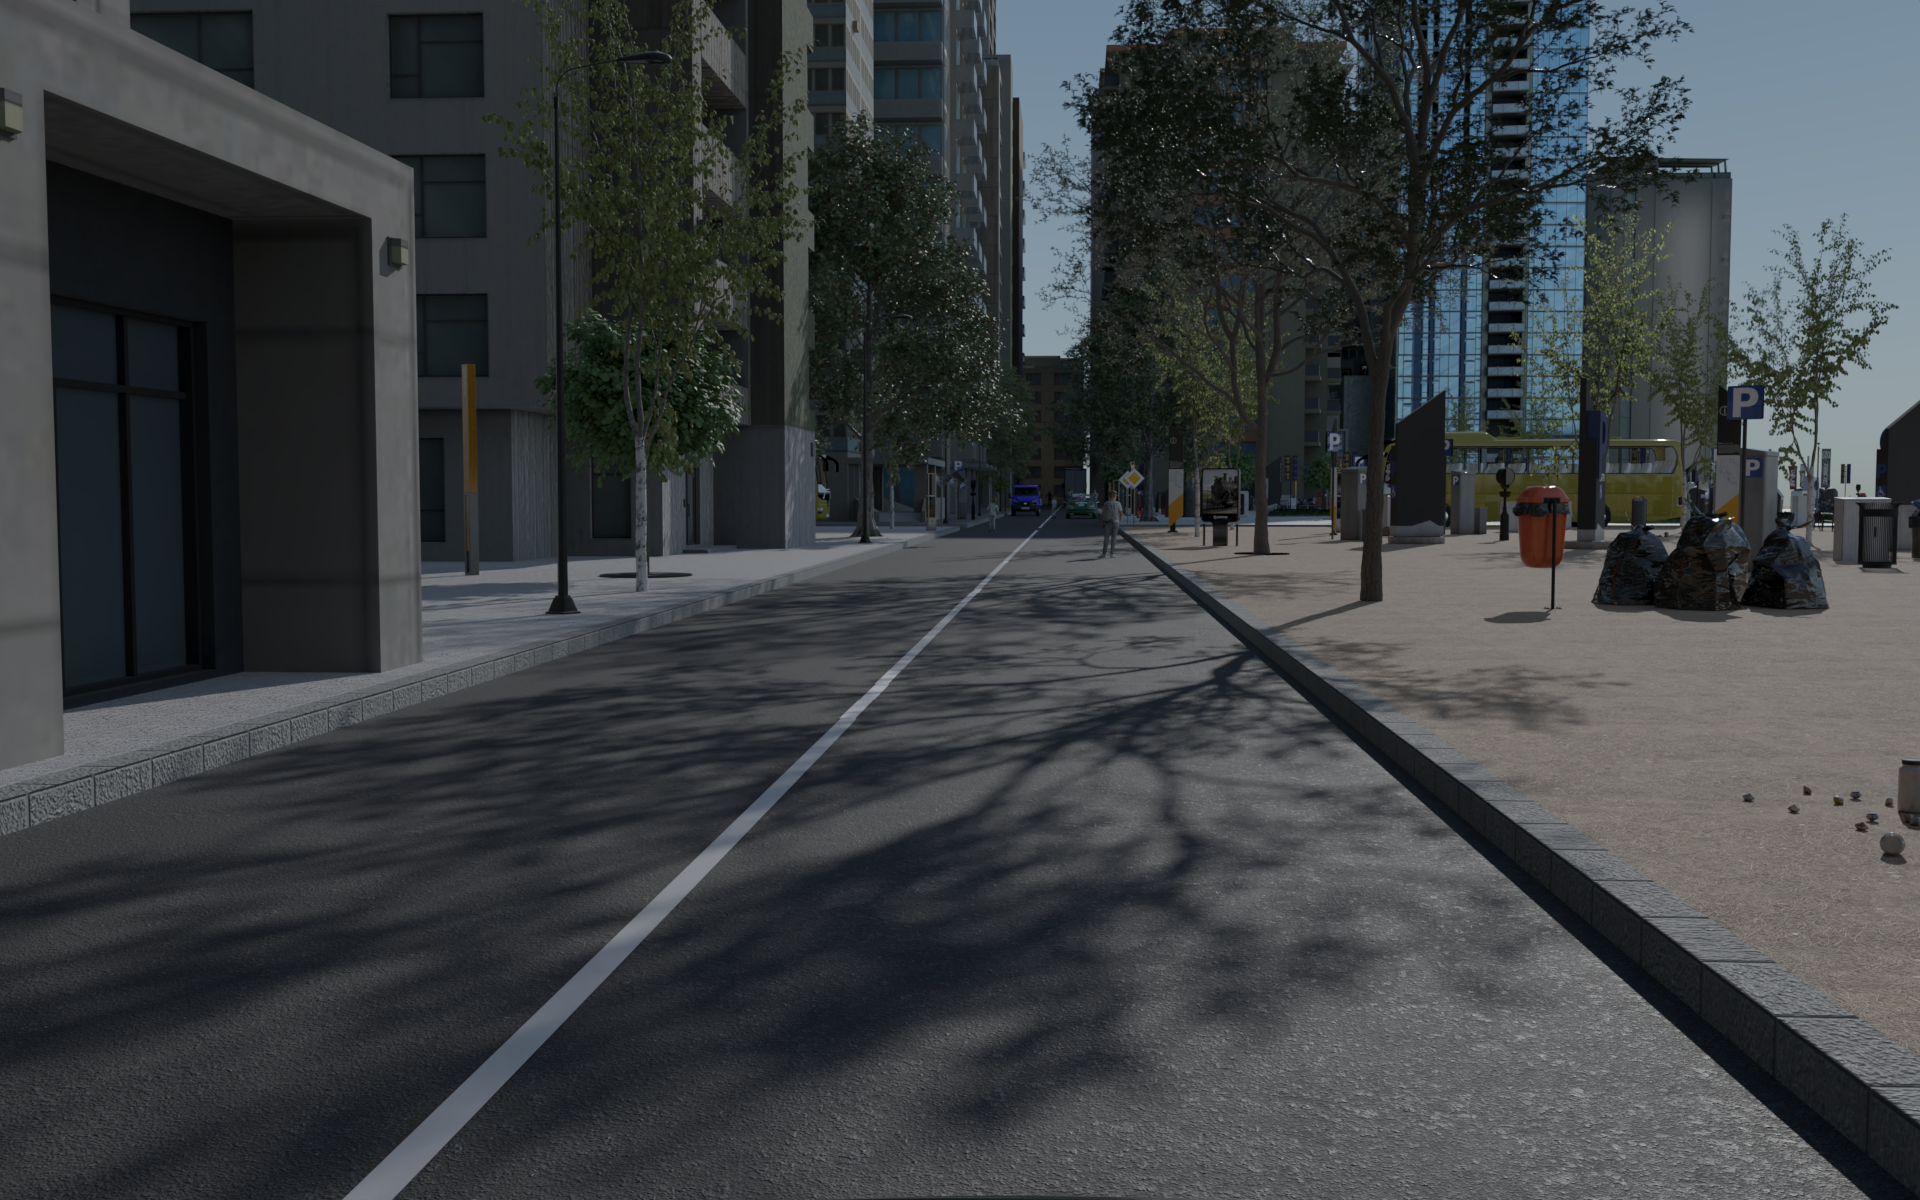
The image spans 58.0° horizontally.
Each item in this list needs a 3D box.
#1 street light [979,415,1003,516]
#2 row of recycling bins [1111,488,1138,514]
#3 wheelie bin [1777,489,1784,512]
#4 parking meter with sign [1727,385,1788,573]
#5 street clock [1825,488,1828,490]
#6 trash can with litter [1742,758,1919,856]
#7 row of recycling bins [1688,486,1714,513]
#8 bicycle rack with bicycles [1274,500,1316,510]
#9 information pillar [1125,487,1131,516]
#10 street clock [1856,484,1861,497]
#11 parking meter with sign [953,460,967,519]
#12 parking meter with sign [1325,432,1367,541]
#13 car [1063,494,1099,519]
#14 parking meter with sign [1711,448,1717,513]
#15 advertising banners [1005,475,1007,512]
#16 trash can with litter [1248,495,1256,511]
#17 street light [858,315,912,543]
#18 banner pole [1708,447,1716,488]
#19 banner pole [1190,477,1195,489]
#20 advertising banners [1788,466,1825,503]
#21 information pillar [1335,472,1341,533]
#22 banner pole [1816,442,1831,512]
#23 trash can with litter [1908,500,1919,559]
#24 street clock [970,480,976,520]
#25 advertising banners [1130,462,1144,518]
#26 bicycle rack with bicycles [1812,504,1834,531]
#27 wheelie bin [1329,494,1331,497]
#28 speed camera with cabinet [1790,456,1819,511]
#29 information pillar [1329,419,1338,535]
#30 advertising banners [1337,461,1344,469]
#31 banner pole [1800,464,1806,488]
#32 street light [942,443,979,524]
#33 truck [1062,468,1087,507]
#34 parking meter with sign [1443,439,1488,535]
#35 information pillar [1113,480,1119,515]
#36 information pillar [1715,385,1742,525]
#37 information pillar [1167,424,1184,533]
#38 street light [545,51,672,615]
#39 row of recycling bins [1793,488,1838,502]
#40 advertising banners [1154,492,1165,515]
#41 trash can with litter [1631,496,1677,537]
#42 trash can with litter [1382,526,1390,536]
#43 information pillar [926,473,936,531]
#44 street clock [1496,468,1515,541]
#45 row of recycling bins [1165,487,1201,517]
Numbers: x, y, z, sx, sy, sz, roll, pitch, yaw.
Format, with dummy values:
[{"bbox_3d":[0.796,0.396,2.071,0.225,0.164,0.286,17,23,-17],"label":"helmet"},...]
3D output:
[{"bbox_3d":[1.704,-7.878,101.349,1.470,5.913,1.316,0,4,4],"label":"street light"},{"bbox_3d":[10.790,-6.315,110.369,1.069,1.692,3.534,3,5,42],"label":"row of recycling bins"},{"bbox_3d":[47.396,-5.666,100.550,0.693,1.594,0.980,3,5,41],"label":"wheelie bin"},{"bbox_3d":[13.151,-1.969,28.454,0.543,3.016,1.738,3,5,42],"label":"parking meter with sign"},{"bbox_3d":[62.708,-7.384,125.300,0.358,2.002,0.471,1,4,14],"label":"street clock"},{"bbox_3d":[3.758,0.300,6.156,1.678,1.210,2.233,1,4,22],"label":"trash can with litter"},{"bbox_3d":[38.110,-4.950,88.041,1.069,1.692,3.534,0,4,-4],"label":"row of recycling bins"},{"bbox_3d":[19.828,-5.516,103.575,2.852,0.926,2.925,3,5,45],"label":"bicycle rack with bicycles"},{"bbox_3d":[9.818,-5.912,101.146,0.304,2.012,0.304,-1,4,-11],"label":"information pillar"},{"bbox_3d":[65.614,-7.460,126.546,0.358,2.002,0.471,1,4,12],"label":"street clock"},{"bbox_3d":[0.041,-5.662,88.827,0.543,3.016,1.738,-1,4,-10],"label":"parking meter with sign"},{"bbox_3d":[10.963,-3.176,48.185,0.543,3.016,1.738,-2,4,-31],"label":"parking meter with sign"},{"bbox_3d":[7.143,-5.516,101.982,2.131,1.459,4.920,0,4,4],"label":"car"},{"bbox_3d":[28.367,-4.186,64.706,0.543,3.016,1.738,1,4,21],"label":"parking meter with sign"},{"bbox_3d":[3.330,-7.965,126.409,0.090,3.025,2.074,0,3,0],"label":"advertising banners"},{"bbox_3d":[22.029,-7.329,130.880,1.678,1.210,2.233,0,4,-7],"label":"trash can with litter"},{"bbox_3d":[-1.940,-4.435,45.056,1.470,5.913,1.316,0,4,4],"label":"street light"},{"bbox_3d":[35.715,-5.618,81.863,0.863,3.779,0.401,-1,4,-22],"label":"banner pole"},{"bbox_3d":[19.287,-9.411,143.883,0.401,3.779,0.863,-2,4,-34],"label":"banner pole"},{"bbox_3d":[51.932,-6.737,106.341,2.074,3.025,0.090,2,4,34],"label":"advertising banners"},{"bbox_3d":[12.699,-3.258,57.756,0.304,2.012,0.304,1,4,18],"label":"information pillar"},{"bbox_3d":[41.698,-5.733,83.757,0.863,3.779,0.401,0,4,-2],"label":"banner pole"},{"bbox_3d":[19.212,-1.384,34.012,0.624,1.170,1.055,-2,4,-27],"label":"trash can with litter"},{"bbox_3d":[0.661,-5.016,86.584,0.358,2.002,0.471,0,4,7],"label":"street clock"},{"bbox_3d":[9.526,-5.851,91.844,0.090,3.025,2.074,3,4,36],"label":"advertising banners"},{"bbox_3d":[30.929,-2.853,60.036,2.852,0.926,2.925,1,4,17],"label":"bicycle rack with bicycles"},{"bbox_3d":[22.344,-5.788,102.534,0.980,1.594,0.693,2,4,28],"label":"wheelie bin"},{"bbox_3d":[43.630,-5.814,89.394,2.038,3.252,0.660,-3,5,-40],"label":"speed camera with cabinet"},{"bbox_3d":[11.645,-3.829,53.964,0.183,3.616,0.504,0,4,1],"label":"information pillar"},{"bbox_3d":[20.377,-5.713,89.588,2.074,3.025,0.090,1,4,8],"label":"advertising banners"},{"bbox_3d":[61.629,-8.341,126.388,0.863,3.779,0.401,-1,4,-12],"label":"banner pole"},{"bbox_3d":[-0.068,-6.247,74.672,1.470,5.913,1.316,0,4,4],"label":"street light"},{"bbox_3d":[12.871,-12.539,193.926,2.839,4.237,11.283,0,4,3],"label":"truck"},{"bbox_3d":[16.035,-3.600,55.122,1.738,3.016,0.543,-2,4,-30],"label":"parking meter with sign"},{"bbox_3d":[8.119,-5.225,89.916,0.304,2.012,0.304,0,4,8],"label":"information pillar"},{"bbox_3d":[16.411,-2.793,37.028,0.504,3.616,0.183,2,4,26],"label":"information pillar"},{"bbox_3d":[7.183,-4.058,57.696,0.504,3.616,0.183,1,4,11],"label":"information pillar"},{"bbox_3d":[-3.723,-2.804,18.381,1.470,5.913,1.316,0,4,4],"label":"street light"},{"bbox_3d":[54.335,-6.301,110.138,1.069,1.692,3.534,-1,4,-16],"label":"row of recycling bins"},{"bbox_3d":[12.559,-6.769,106.868,0.090,3.025,2.074,-2,4,-30],"label":"advertising banners"},{"bbox_3d":[20.659,-2.487,51.717,2.233,1.210,1.678,-1,4,-22],"label":"trash can with litter"},{"bbox_3d":[13.169,-2.513,52.478,0.624,1.170,1.055,-3,5,-45],"label":"trash can with litter"},{"bbox_3d":[-1.009,-3.435,60.649,0.304,2.012,0.304,-1,4,-16],"label":"information pillar"},{"bbox_3d":[15.060,-2.648,47.871,0.471,2.002,0.358,-1,4,-19],"label":"street clock"},{"bbox_3d":[13.055,-5.408,95.540,3.534,1.692,1.069,-1,4,-12],"label":"row of recycling bins"}]
